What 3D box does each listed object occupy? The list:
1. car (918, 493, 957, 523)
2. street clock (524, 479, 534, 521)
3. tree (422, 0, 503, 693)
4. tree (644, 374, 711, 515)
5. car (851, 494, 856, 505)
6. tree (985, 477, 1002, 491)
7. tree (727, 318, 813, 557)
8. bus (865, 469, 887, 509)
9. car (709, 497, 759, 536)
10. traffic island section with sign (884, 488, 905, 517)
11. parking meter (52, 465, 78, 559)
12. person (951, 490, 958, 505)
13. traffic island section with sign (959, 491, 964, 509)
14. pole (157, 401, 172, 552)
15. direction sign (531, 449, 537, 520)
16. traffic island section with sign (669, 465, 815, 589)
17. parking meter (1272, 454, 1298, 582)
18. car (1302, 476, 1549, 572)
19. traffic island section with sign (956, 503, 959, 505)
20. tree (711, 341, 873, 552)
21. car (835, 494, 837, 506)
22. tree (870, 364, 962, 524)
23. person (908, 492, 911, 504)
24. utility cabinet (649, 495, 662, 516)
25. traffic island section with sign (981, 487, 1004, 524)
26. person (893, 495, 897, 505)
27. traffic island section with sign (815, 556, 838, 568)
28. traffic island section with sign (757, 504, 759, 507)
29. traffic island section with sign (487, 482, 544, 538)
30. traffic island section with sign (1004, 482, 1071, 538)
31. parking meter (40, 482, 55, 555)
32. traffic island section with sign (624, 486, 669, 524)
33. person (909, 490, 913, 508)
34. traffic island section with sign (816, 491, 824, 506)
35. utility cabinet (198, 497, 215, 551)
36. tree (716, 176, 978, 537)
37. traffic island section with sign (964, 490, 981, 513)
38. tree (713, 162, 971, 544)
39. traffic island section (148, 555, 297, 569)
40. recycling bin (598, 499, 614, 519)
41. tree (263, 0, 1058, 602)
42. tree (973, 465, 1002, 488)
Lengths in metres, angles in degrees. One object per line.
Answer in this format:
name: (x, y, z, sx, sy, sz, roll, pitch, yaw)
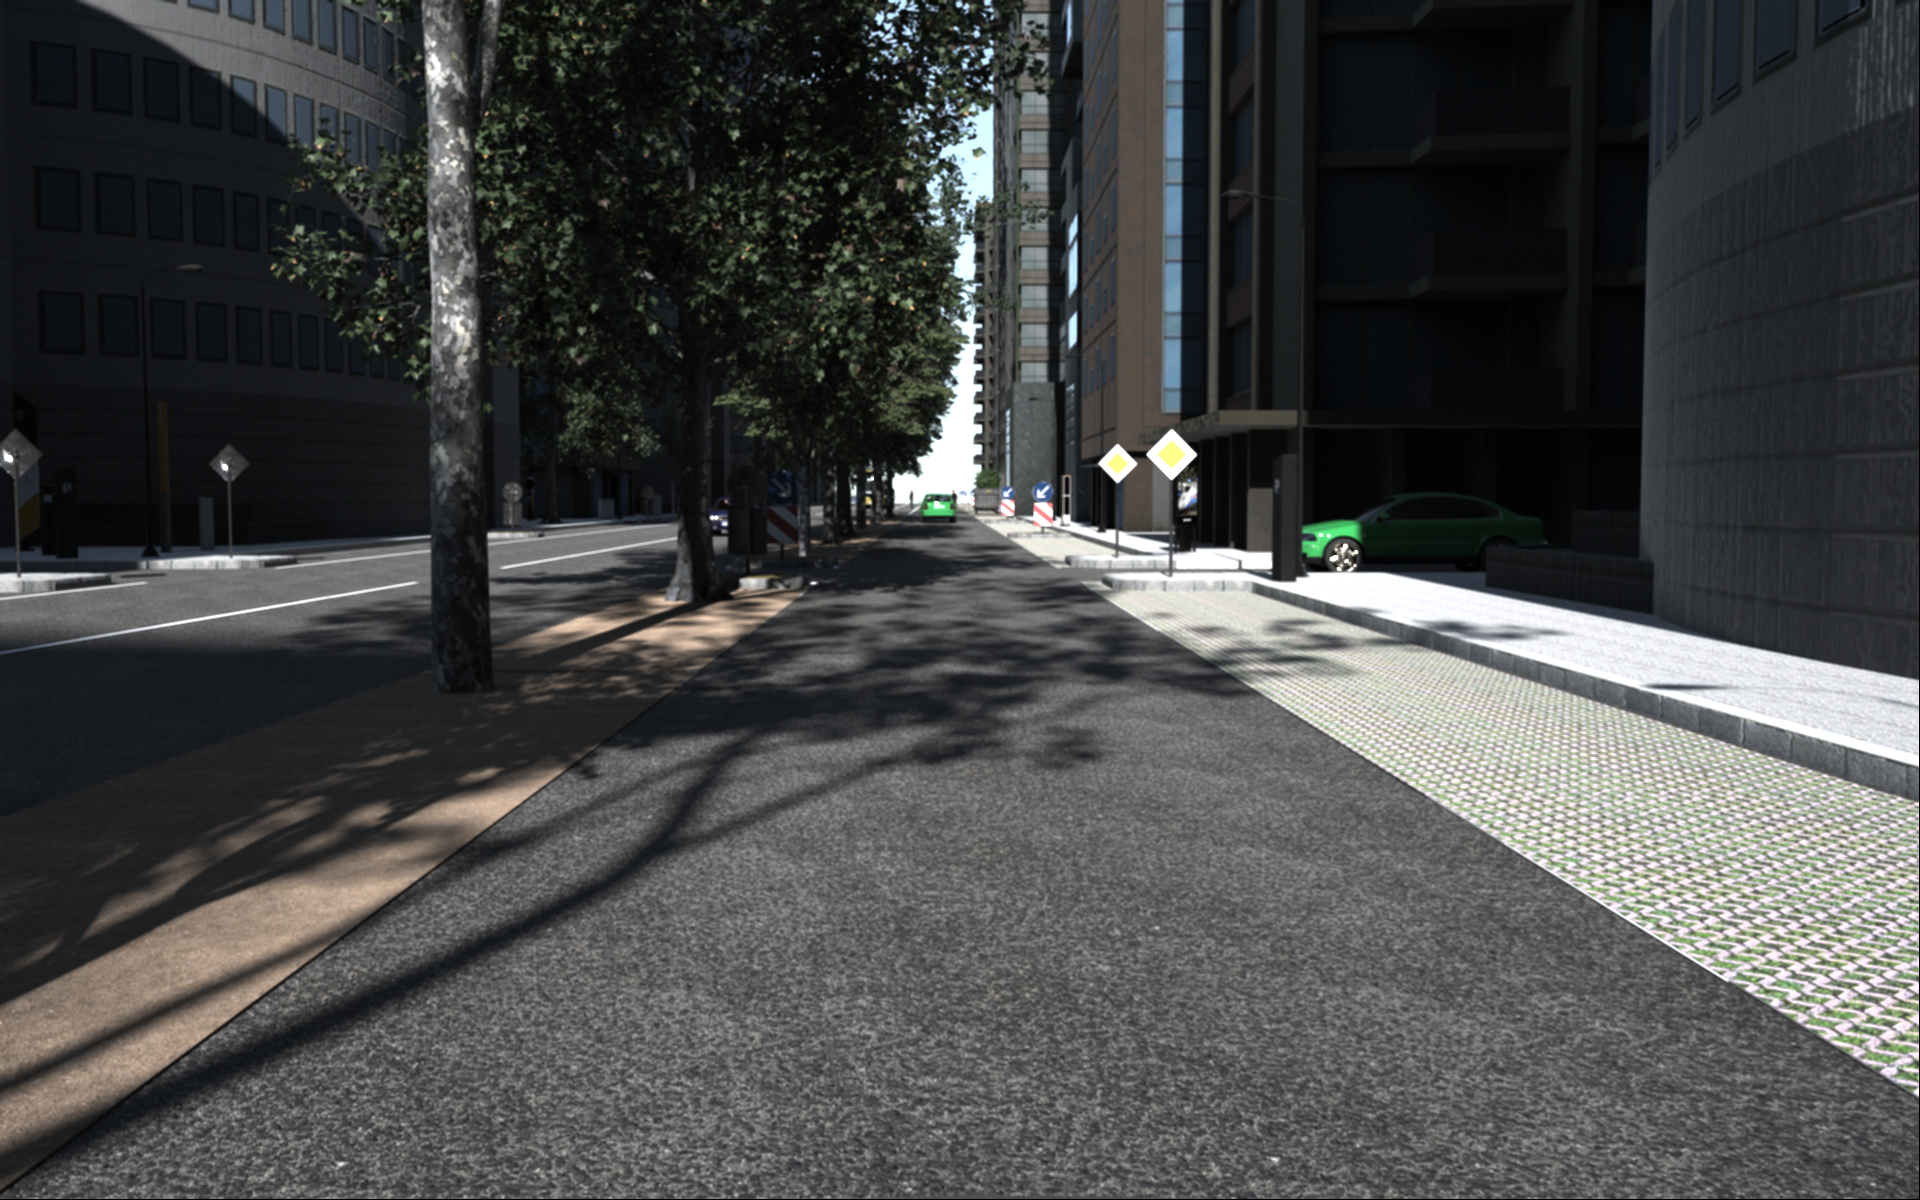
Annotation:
car: (-1.114, -4.780, 86.942, 1.959, 1.807, 4.718, 0, 4, -2)
street clock: (-20.638, -4.798, 83.021, 0.471, 2.002, 0.358, -1, 4, -15)
tree: (-2.389, -9.345, 11.142, 12.611, 20.169, 13.585, 0, 3, 0)
tree: (-17.579, -9.593, 107.212, 4.360, 8.622, 3.978, 0, 3, 0)
car: (-12.415, -11.573, 201.218, 2.014, 1.417, 4.499, 0, 4, -2)
tree: (3.923, -12.199, 194.047, 1.663, 3.219, 1.824, 0, 3, 0)
tree: (-3.460, -5.182, 37.540, 4.737, 8.622, 4.395, 0, 3, 0)
bus: (-8.492, -11.052, 172.243, 2.896, 3.916, 12.252, 0, 3, 0)
car: (-7.815, -2.910, 60.162, 1.945, 1.354, 3.894, 0, 4, -2)
traffic island section with sign: (-4.483, -6.199, 109.496, 2.006, 1.907, 1.989, 0, 4, -1)
parking meter: (-17.837, -1.761, 34.506, 0.255, 1.863, 0.399, 3, 5, 44)
person: (-0.627, -7.669, 134.411, 0.750, 1.759, 0.617, -2, 4, -33)
traffic island section with sign: (1.156, -9.355, 161.584, 1.989, 1.847, 2.006, 0, 4, -1)
pole: (-17.491, -2.705, 38.067, 0.158, 3.312, 0.155, 0, 3, 0)
direction sign: (-21.060, -5.707, 85.309, 0.379, 3.537, 0.876, -1, 4, -9)
traffic island section with sign: (-3.381, -1.151, 26.957, 2.006, 1.907, 1.989, 0, 4, -1)
parking meter: (4.769, -1.207, 25.442, 0.255, 1.863, 0.399, -1, 4, -11)
car: (8.077, -1.366, 31.125, 4.718, 1.807, 1.959, 0, 4, -1)
traffic island section with sign: (0.411, -12.746, 217.017, 1.989, 1.847, 2.006, 0, 4, -1)
tree: (-3.734, -5.465, 42.176, 4.360, 8.622, 3.978, 0, 3, 0)
car: (-13.205, -10.368, 181.321, 2.131, 1.459, 4.920, 0, 4, 1)
tree: (-4.169, -8.864, 81.796, 8.767, 10.594, 7.601, 0, 4, -1)
person: (-7.135, -14.886, 251.960, 0.705, 1.814, 1.350, -3, 4, -36)
utility cabinet: (-18.225, -5.659, 103.692, 0.306, 1.237, 1.020, 1, 4, 18)
traffic island section with sign: (2.181, -4.621, 84.174, 1.989, 1.847, 2.006, 0, 4, -1)
person: (-8.911, -13.796, 234.748, 0.721, 1.739, 1.217, -2, 4, -28)
traffic island section with sign: (-3.471, -1.604, 34.364, 2.006, 1.907, 1.989, 0, 4, -1)
traffic island section with sign: (-15.899, -7.688, 134.329, 1.989, 1.847, 2.006, 0, 4, -1)
traffic island section with sign: (-14.873, -2.976, 57.284, 1.989, 1.847, 2.006, 0, 4, -1)
traffic island section with sign: (2.561, -2.939, 56.677, 1.989, 1.847, 2.006, 0, 4, -1)
parking meter: (-19.093, -1.710, 36.370, 0.372, 1.533, 0.369, 0, 3, 0)
traffic island section with sign: (-15.240, -4.635, 84.416, 1.989, 1.847, 2.006, 0, 4, -1)
person: (-4.873, -10.099, 173.637, 0.705, 1.822, 1.348, -1, 4, -16)
traffic island section with sign: (-16.991, -12.714, 216.493, 1.989, 1.847, 2.006, 0, 4, -1)
utility cabinet: (-17.224, -1.740, 39.612, 0.306, 1.237, 1.020, -2, 4, -25)
tree: (-3.838, -9.066, 57.339, 9.857, 13.997, 8.962, 0, 3, 0)
traffic island section with sign: (1.518, -7.707, 134.631, 1.989, 1.847, 2.006, 0, 4, -1)
tree: (-3.593, -7.832, 48.630, 7.486, 12.596, 7.792, 0, 3, 0)
traffic island section: (-14.566, -0.751, 34.560, 2.009, 0.180, 2.903, 0, 4, -1)
recycling bin: (-18.213, -4.687, 89.180, 0.722, 1.027, 0.722, -1, 4, -20)
tree: (-3.555, -6.322, 22.836, 9.611, 12.733, 9.660, 0, 3, 0)
tree: (3.151, -13.055, 197.166, 4.285, 4.588, 4.351, 0, 3, 0)
